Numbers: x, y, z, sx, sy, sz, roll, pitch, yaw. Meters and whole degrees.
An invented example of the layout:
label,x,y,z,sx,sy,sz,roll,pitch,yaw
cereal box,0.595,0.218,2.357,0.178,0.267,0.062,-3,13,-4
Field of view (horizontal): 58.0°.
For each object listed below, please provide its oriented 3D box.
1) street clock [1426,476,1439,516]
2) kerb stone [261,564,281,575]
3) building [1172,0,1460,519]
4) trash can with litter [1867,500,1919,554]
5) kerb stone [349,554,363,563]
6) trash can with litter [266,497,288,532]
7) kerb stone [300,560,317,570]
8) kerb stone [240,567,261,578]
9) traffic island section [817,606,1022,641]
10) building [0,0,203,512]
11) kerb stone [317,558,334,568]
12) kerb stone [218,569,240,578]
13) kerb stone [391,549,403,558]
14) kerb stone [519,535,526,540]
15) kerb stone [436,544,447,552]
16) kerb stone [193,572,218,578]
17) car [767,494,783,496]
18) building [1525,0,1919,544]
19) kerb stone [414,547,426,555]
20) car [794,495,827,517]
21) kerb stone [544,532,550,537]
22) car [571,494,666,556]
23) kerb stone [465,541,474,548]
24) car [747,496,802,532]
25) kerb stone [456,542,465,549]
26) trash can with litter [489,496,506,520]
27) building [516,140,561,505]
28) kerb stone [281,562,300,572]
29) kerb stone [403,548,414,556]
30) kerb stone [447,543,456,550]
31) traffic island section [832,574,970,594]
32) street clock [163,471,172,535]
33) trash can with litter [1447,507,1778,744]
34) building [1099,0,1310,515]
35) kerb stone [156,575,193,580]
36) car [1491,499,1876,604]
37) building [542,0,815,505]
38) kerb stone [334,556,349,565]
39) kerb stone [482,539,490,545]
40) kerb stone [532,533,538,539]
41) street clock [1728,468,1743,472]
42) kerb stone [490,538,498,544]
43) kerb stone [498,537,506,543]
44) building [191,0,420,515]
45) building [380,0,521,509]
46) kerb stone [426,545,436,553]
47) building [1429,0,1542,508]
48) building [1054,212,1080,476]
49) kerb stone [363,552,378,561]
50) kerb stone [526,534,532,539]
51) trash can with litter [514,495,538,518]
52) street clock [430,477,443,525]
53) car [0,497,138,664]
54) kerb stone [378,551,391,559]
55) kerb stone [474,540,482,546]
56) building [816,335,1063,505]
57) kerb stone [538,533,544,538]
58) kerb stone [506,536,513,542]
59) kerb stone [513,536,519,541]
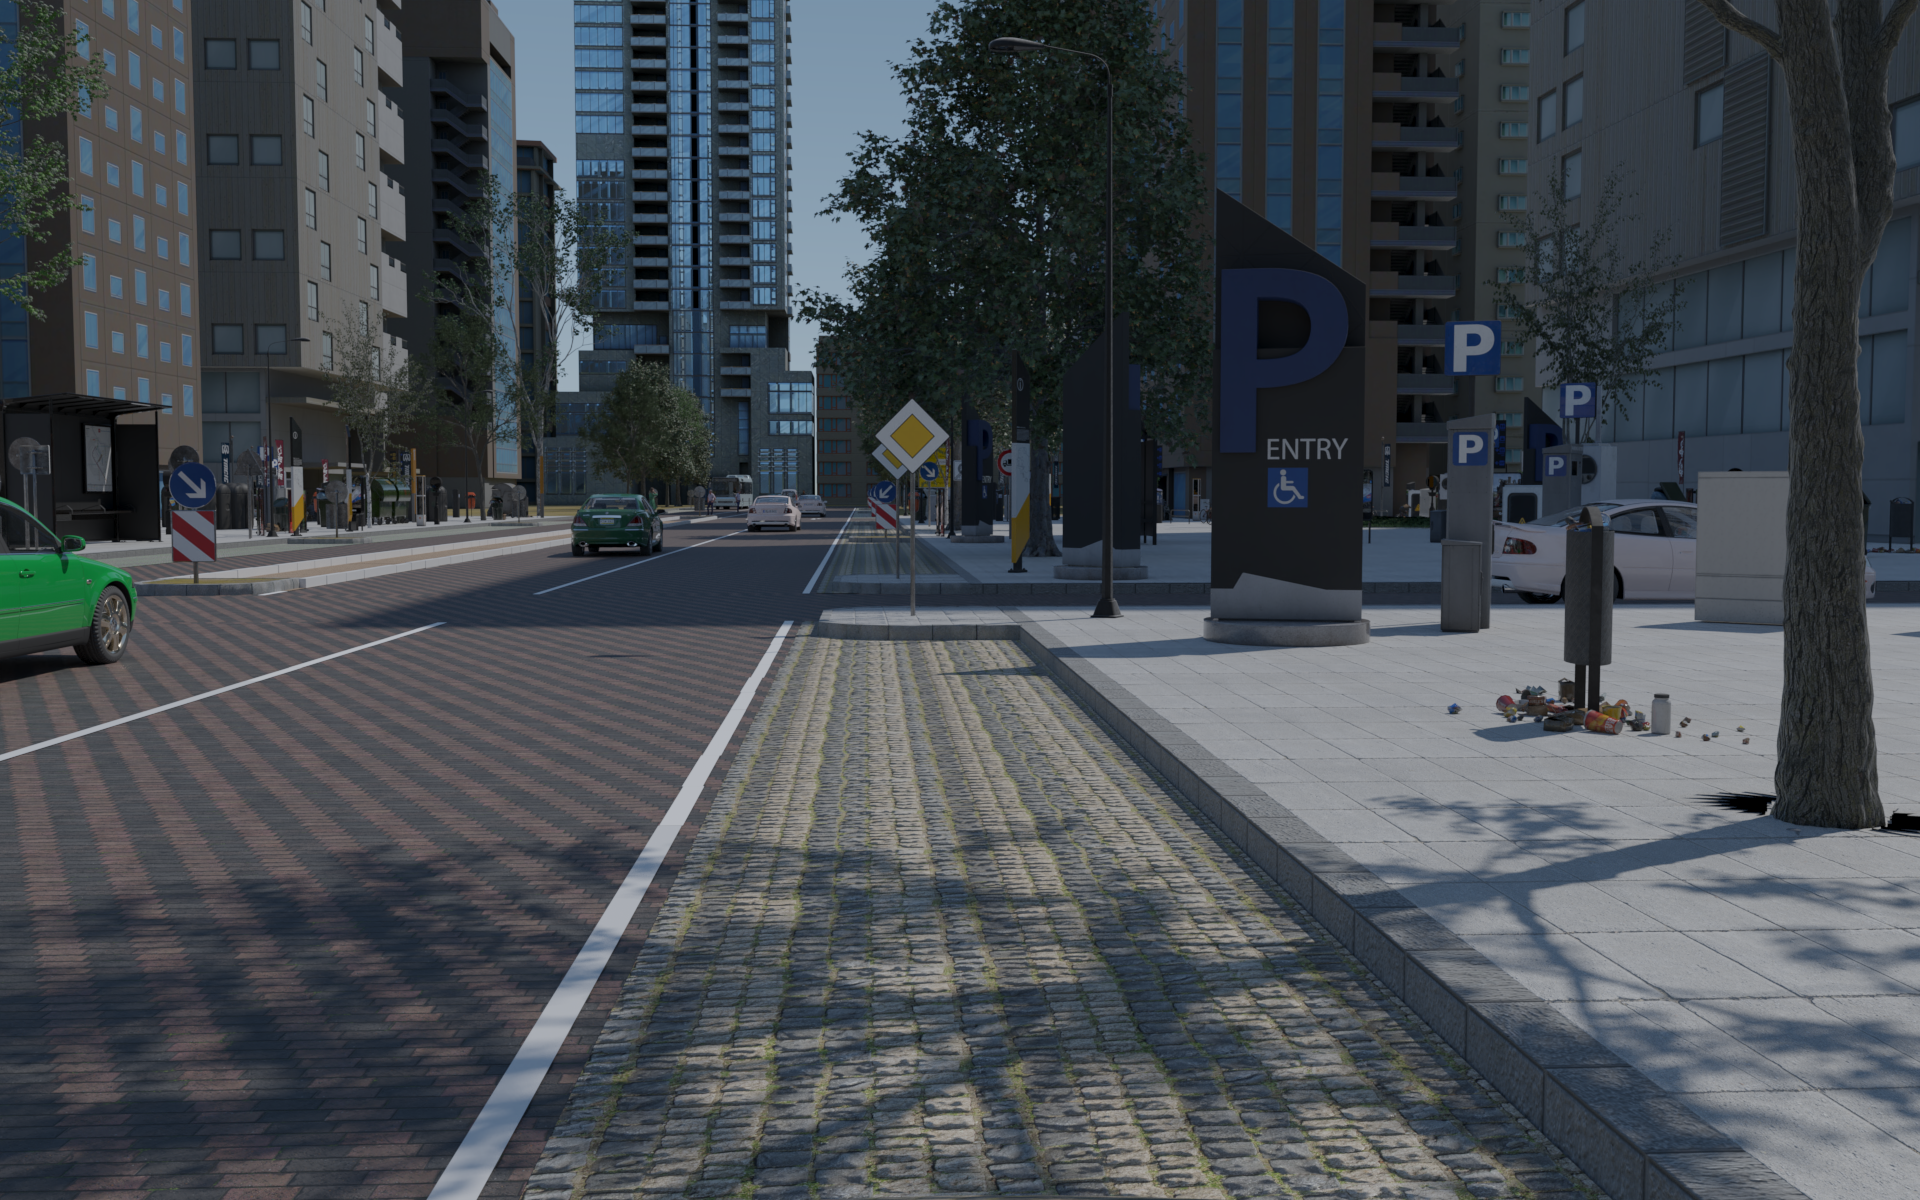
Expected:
label,x,y,z,sx,sy,sz,roll,pitch,yaw
street clock,18.637,-3.901,68.349,0.471,2.002,0.358,3,5,41
kerb stone,-12.344,-0.518,30.768,0.120,0.150,1.000,0,4,-3
building,17.941,-27.197,94.783,14.600,45.320,14.200,0,4,-3
trash can with litter,20.429,-1.655,38.120,1.678,1.210,2.233,-2,4,-26
kerb stone,-12.624,-0.838,35.899,0.120,0.150,1.000,0,4,-3
trash can with litter,-23.022,-2.884,58.541,0.624,1.170,1.055,0,4,6
kerb stone,-12.449,-0.650,32.817,0.120,0.150,1.000,0,4,-3
kerb stone,-12.279,-0.462,29.747,0.120,0.150,1.000,0,4,-3
traffic island section,-0.477,0.245,18.273,2.009,0.180,2.903,0,4,-3
building,-45.286,-26.298,80.083,14.600,45.320,14.200,0,4,-3
kerb stone,-12.505,-0.711,33.837,0.120,0.150,1.000,0,4,-3
kerb stone,-12.228,-0.393,28.727,0.120,0.150,1.000,0,4,-3
kerb stone,-12.794,-1.026,38.968,0.120,0.150,1.000,0,4,-3
kerb stone,-13.587,-1.895,53.291,0.120,0.150,1.000,0,4,-3
kerb stone,-13.013,-1.277,43.075,0.120,0.150,1.000,0,4,-3
kerb stone,-12.164,-0.336,27.706,0.120,0.150,1.000,0,4,-3
car,-14.871,-7.800,139.332,2.131,1.459,4.920,0,4,-3
building,35.879,-28.453,54.440,27.495,52.752,28.713,0,4,-3
kerb stone,-12.901,-1.150,41.016,0.120,0.150,1.000,0,4,-3
car,-9.320,-5.837,107.802,2.083,1.381,4.827,0,4,-3
kerb stone,-13.818,-2.151,57.382,0.120,0.150,1.000,0,4,-3
car,-8.198,-1.822,41.595,2.131,1.459,4.920,0,4,-5
kerb stone,-13.195,-1.465,46.140,0.120,0.150,1.000,0,4,-3
car,-7.184,-3.351,67.143,2.083,1.381,4.827,0,4,-2
kerb stone,-13.136,-1.402,45.120,0.120,0.150,1.000,0,4,-3
trash can with litter,-22.747,-4.521,85.311,0.624,1.170,1.055,0,4,3
building,-63.210,-33.789,207.068,28.867,44.769,22.147,0,4,-3
kerb stone,-12.393,-0.587,31.794,0.120,0.150,1.000,0,4,-3
kerb stone,-12.854,-1.088,39.989,0.120,0.150,1.000,0,4,-3
kerb stone,-13.081,-1.339,44.095,0.120,0.150,1.000,0,4,-3
traffic island section,-0.920,-0.242,26.245,2.009,0.180,2.903,0,4,-3
street clock,-24.970,-3.062,54.640,0.358,2.002,0.471,-1,4,-14
trash can with litter,3.695,0.062,10.038,1.678,1.210,2.233,1,4,12
building,16.780,-29.306,129.264,14.600,45.320,14.200,0,4,-3
kerb stone,-12.111,-0.273,26.675,0.120,0.150,1.000,0,4,-3
car,8.860,-0.566,21.610,4.827,1.381,2.083,0,4,-2
building,-33.122,-54.672,206.562,31.000,86.520,22.319,0,4,-3
kerb stone,-12.562,-0.775,34.864,0.120,0.150,1.000,0,4,-3
kerb stone,-13.310,-1.587,48.184,0.120,0.150,1.000,0,4,-3
kerb stone,-13.704,-2.027,55.333,0.120,0.150,1.000,0,4,-3
street clock,21.479,-2.658,48.025,0.471,2.002,0.358,2,4,30
kerb stone,-13.364,-1.649,49.208,0.120,0.150,1.000,0,4,-3
kerb stone,-13.418,-1.715,50.229,0.120,0.150,1.000,0,4,-3
building,-52.275,-31.943,111.507,28.713,52.752,27.495,0,4,-3
building,-47.770,-30.800,153.697,14.200,45.320,14.600,0,4,-3
kerb stone,-12.965,-1.213,42.041,0.120,0.150,1.000,0,4,-3
building,52.990,-32.518,155.377,21.600,48.544,21.300,0,4,-3
building,25.504,-38.233,214.347,27.495,52.752,28.713,0,4,-3
kerb stone,-12.669,-0.901,36.920,0.120,0.150,1.000,0,4,-3
kerb stone,-13.648,-1.964,54.311,0.120,0.150,1.000,0,4,-3
trash can with litter,-23.948,-5.117,94.720,1.678,1.210,2.233,0,4,0
street clock,-21.893,-4.151,72.432,0.471,2.002,0.358,0,4,0
car,-7.954,-0.269,13.196,1.959,1.807,4.718,0,4,-2
kerb stone,-12.732,-0.963,37.948,0.120,0.150,1.000,0,4,-3
kerb stone,-13.255,-1.527,47.164,0.120,0.150,1.000,0,4,-3
building,-2.807,-22.494,212.812,28.899,21.520,27.650,0,4,-3
kerb stone,-13.760,-2.088,56.361,0.120,0.150,1.000,0,4,-3
kerb stone,-13.473,-1.776,51.250,0.120,0.150,1.000,0,4,-3
kerb stone,-13.538,-1.836,52.270,0.120,0.150,1.000,0,4,-3
